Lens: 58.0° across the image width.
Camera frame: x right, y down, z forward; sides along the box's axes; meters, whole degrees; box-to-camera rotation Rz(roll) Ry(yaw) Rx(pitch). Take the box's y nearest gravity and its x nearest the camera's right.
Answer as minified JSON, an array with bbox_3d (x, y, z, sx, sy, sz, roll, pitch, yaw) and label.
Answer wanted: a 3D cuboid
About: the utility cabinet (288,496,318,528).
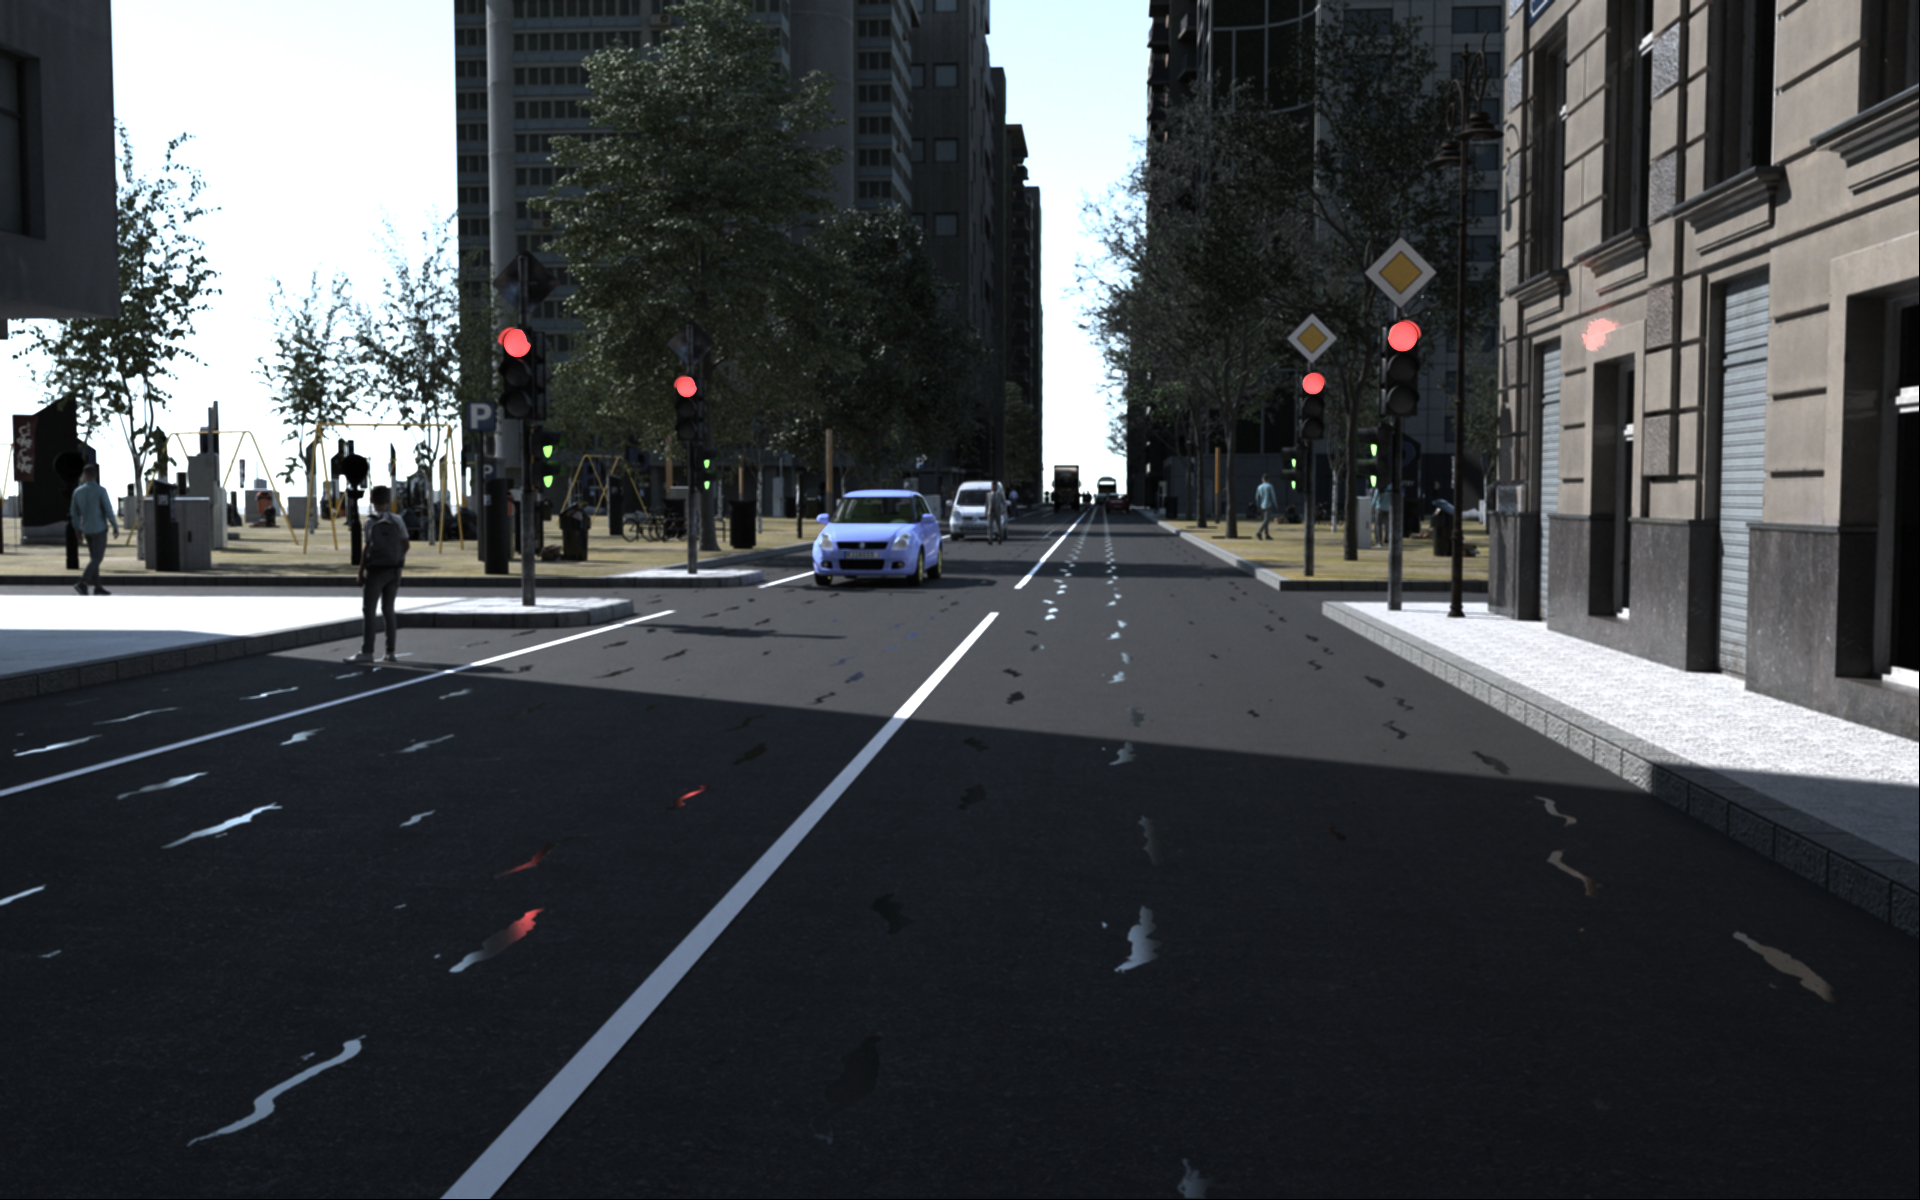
[{"bbox_3d":[-24.618,-3.285,64.871,1.020,1.237,0.306,-1,4,-21],"label":"utility cabinet"}]

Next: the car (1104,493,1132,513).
[{"bbox_3d":[11.992,-7.498,131.640,2.155,1.783,4.494,0,4,6],"label":"car"}]

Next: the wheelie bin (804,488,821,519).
[{"bbox_3d":[-7.615,-5.005,89.734,0.980,1.594,0.693,1,4,15],"label":"wheelie bin"}]

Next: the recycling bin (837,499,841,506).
[{"bbox_3d":[-5.460,-4.345,83.592,0.722,1.027,0.722,-3,5,-40],"label":"recycling bin"}]

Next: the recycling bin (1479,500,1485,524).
[{"bbox_3d":[22.879,-3.796,74.618,0.722,1.027,0.722,-2,4,-35],"label":"recycling bin"}]

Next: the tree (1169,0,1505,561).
[{"bbox_3d":[7.276,-6.032,33.038,7.601,10.594,8.767,-3,4,-37],"label":"tree"}]

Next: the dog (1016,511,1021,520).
[{"bbox_3d":[3.226,-4.712,96.331,0.540,0.507,0.406,3,5,39],"label":"dog"}]

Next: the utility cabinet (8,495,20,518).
[{"bbox_3d":[-51.057,-5.041,93.577,0.306,1.237,1.020,0,4,-6],"label":"utility cabinet"}]

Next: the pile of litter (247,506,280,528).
[{"bbox_3d":[-26.778,-3.219,66.590,1.176,0.858,1.719,-1,4,-17],"label":"pile of litter"}]

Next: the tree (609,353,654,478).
[{"bbox_3d":[-15.810,-8.199,84.413,4.360,8.622,3.978,0,3,0],"label":"tree"}]

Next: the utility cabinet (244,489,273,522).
[{"bbox_3d":[-31.336,-4.205,77.424,1.173,1.500,0.318,-1,4,-21],"label":"utility cabinet"}]

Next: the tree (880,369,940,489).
[{"bbox_3d":[-2.396,-8.230,84.924,4.737,8.622,4.395,0,3,0],"label":"tree"}]

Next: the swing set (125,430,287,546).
[{"bbox_3d":[-18.768,-2.790,43.242,3.119,2.851,2.862,2,4,30],"label":"swing set"}]

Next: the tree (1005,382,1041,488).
[{"bbox_3d":[4.588,-15.731,175.334,7.486,12.596,7.792,0,3,0],"label":"tree"}]

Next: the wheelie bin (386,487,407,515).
[{"bbox_3d":[-26.797,-4.517,81.760,0.693,1.594,0.980,3,5,41],"label":"wheelie bin"}]

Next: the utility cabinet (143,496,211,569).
[{"bbox_3d":[-13.436,-1.137,29.750,1.020,1.237,0.306,-1,4,-22],"label":"utility cabinet"}]

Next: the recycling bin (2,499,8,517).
[{"bbox_3d":[-53.198,-5.109,96.085,0.722,1.027,0.722,-2,4,-35],"label":"recycling bin"}]

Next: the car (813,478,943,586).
[{"bbox_3d":[-1.299,-1.140,28.230,1.945,1.707,3.694,0,4,6],"label":"car"}]

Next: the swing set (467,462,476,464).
[{"bbox_3d":[-24.213,-5.374,85.492,3.119,2.851,2.862,-1,4,-15],"label":"swing set"}]

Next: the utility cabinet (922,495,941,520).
[{"bbox_3d":[-1.454,-4.553,85.608,1.020,1.237,0.306,-2,4,-33],"label":"utility cabinet"}]

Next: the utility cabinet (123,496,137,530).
[{"bbox_3d":[-29.720,-3.149,62.655,0.306,1.237,1.020,2,4,31],"label":"utility cabinet"}]

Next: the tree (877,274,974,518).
[{"bbox_3d":[-1.288,-11.246,94.249,12.009,13.543,11.850,0,3,0],"label":"tree"}]

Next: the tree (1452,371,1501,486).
[{"bbox_3d":[30.027,-9.018,97.804,4.737,8.622,4.395,0,3,0],"label":"tree"}]

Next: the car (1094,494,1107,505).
[{"bbox_3d":[18.088,-12.950,220.532,1.959,1.807,4.718,0,4,5],"label":"car"}]

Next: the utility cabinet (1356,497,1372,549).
[{"bbox_3d":[10.046,-1.955,43.125,0.306,1.237,1.020,0,4,7],"label":"utility cabinet"}]

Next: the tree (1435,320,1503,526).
[{"bbox_3d":[21.201,-7.290,69.550,4.360,8.622,3.978,0,3,0],"label":"tree"}]

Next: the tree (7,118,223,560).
[{"bbox_3d":[-16.021,-5.067,33.209,4.737,8.622,4.395,0,3,0],"label":"tree"}]

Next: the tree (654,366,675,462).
[{"bbox_3d":[-10.860,-7.881,79.217,4.360,8.622,3.978,0,3,0],"label":"tree"}]

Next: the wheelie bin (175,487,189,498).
[{"bbox_3d":[-34.858,-4.285,77.960,0.980,1.594,0.693,2,4,32],"label":"wheelie bin"}]

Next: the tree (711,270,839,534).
[{"bbox_3d":[-6.500,-6.483,56.352,4.360,8.622,3.978,0,3,0],"label":"tree"}]

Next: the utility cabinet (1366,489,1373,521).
[{"bbox_3d":[19.209,-4.436,81.205,0.318,1.500,1.173,1,4,16],"label":"utility cabinet"}]

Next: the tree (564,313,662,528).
[{"bbox_3d":[-13.186,-7.027,65.255,4.737,8.622,4.395,0,3,0],"label":"tree"}]

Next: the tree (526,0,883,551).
[{"bbox_3d":[-5.604,-7.357,38.408,7.486,12.596,7.792,0,3,0],"label":"tree"}]

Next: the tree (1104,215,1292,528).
[{"bbox_3d":[8.994,-8.525,65.145,9.928,11.665,9.643,0,3,0],"label":"tree"}]

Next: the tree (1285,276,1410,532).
[{"bbox_3d":[12.757,-6.562,57.658,4.360,8.622,3.978,0,3,0],"label":"tree"}]

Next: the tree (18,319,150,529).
[{"bbox_3d":[-29.642,-6.608,58.405,4.360,8.622,3.978,0,3,0],"label":"tree"}]

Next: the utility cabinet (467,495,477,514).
[{"bbox_3d":[-26.287,-5.021,93.248,0.306,1.237,1.020,0,4,-3],"label":"utility cabinet"}]

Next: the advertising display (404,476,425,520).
[{"bbox_3d":[-19.245,-3.430,61.293,0.123,1.923,0.974,1,4,13],"label":"advertising display"}]

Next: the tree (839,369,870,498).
[{"bbox_3d":[-5.288,-7.768,77.361,4.360,8.622,3.978,0,3,0],"label":"tree"}]

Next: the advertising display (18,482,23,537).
[{"bbox_3d":[-27.148,-2.778,50.637,0.974,1.923,0.123,2,4,25],"label":"advertising display"}]

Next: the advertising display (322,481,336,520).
[{"bbox_3d":[-30.822,-4.856,84.604,0.974,1.923,0.123,3,5,40],"label":"advertising display"}]

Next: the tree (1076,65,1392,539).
[{"bbox_3d":[7.781,-8.529,49.815,12.009,13.543,11.850,0,3,0],"label":"tree"}]

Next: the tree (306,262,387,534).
[{"bbox_3d":[-20.873,-6.452,55.860,4.737,8.622,4.395,0,3,0],"label":"tree"}]

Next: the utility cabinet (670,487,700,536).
[{"bbox_3d":[-8.245,-2.703,52.873,1.173,1.500,0.318,0,4,-6],"label":"utility cabinet"}]

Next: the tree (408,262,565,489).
[{"bbox_3d":[-15.067,-6.354,54.254,4.737,8.622,4.395,0,3,0],"label":"tree"}]

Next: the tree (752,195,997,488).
[{"bbox_3d":[-3.320,-9.175,67.024,9.611,12.733,9.660,0,3,0],"label":"tree"}]

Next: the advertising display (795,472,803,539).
[{"bbox_3d":[-4.658,-2.751,50.192,0.123,1.923,0.974,-1,4,-11],"label":"advertising display"}]

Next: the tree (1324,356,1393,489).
[{"bbox_3d":[21.405,-8.636,91.564,4.737,8.622,4.395,0,3,0],"label":"tree"}]

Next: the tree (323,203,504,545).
[{"bbox_3d":[-13.459,-5.671,43.078,4.360,8.622,3.978,0,3,0],"label":"tree"}]
